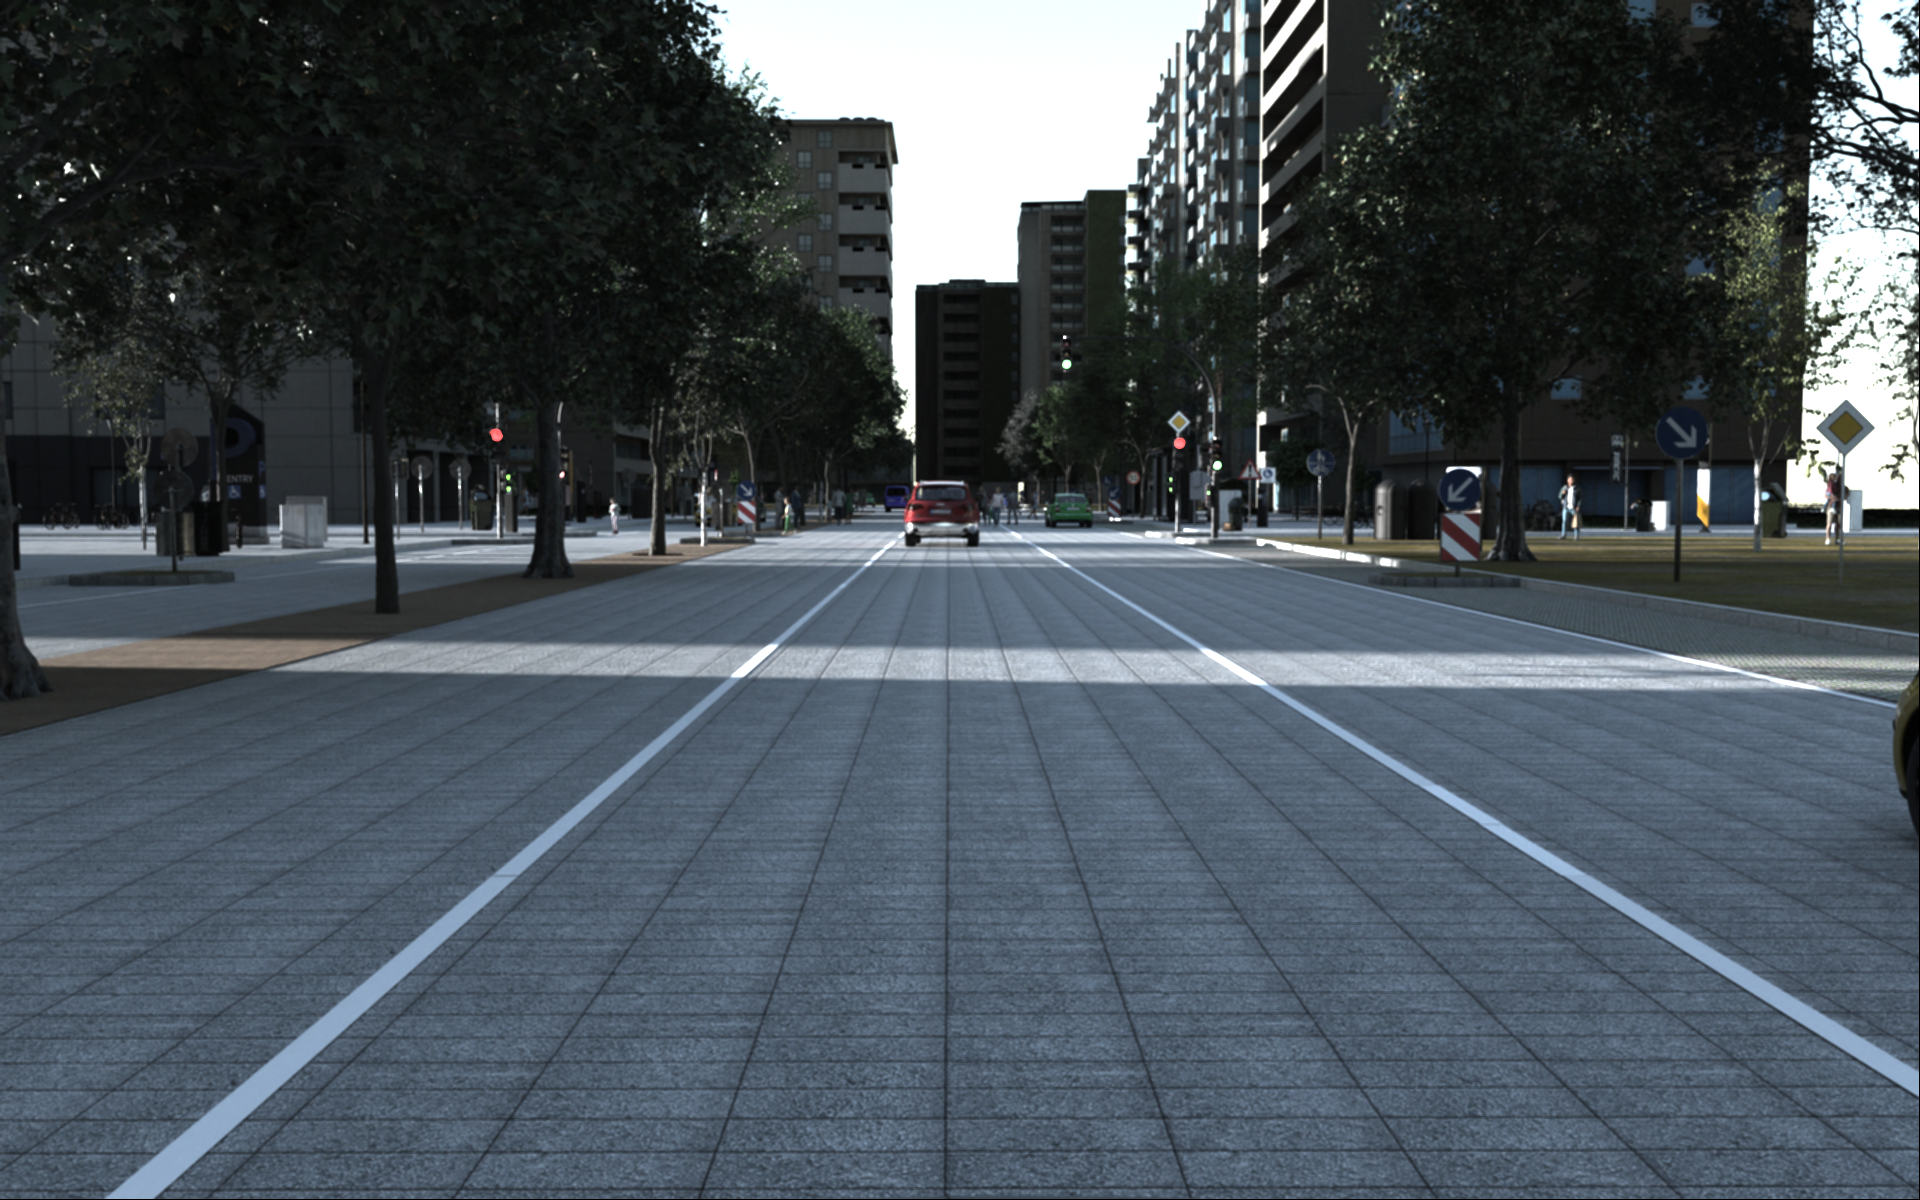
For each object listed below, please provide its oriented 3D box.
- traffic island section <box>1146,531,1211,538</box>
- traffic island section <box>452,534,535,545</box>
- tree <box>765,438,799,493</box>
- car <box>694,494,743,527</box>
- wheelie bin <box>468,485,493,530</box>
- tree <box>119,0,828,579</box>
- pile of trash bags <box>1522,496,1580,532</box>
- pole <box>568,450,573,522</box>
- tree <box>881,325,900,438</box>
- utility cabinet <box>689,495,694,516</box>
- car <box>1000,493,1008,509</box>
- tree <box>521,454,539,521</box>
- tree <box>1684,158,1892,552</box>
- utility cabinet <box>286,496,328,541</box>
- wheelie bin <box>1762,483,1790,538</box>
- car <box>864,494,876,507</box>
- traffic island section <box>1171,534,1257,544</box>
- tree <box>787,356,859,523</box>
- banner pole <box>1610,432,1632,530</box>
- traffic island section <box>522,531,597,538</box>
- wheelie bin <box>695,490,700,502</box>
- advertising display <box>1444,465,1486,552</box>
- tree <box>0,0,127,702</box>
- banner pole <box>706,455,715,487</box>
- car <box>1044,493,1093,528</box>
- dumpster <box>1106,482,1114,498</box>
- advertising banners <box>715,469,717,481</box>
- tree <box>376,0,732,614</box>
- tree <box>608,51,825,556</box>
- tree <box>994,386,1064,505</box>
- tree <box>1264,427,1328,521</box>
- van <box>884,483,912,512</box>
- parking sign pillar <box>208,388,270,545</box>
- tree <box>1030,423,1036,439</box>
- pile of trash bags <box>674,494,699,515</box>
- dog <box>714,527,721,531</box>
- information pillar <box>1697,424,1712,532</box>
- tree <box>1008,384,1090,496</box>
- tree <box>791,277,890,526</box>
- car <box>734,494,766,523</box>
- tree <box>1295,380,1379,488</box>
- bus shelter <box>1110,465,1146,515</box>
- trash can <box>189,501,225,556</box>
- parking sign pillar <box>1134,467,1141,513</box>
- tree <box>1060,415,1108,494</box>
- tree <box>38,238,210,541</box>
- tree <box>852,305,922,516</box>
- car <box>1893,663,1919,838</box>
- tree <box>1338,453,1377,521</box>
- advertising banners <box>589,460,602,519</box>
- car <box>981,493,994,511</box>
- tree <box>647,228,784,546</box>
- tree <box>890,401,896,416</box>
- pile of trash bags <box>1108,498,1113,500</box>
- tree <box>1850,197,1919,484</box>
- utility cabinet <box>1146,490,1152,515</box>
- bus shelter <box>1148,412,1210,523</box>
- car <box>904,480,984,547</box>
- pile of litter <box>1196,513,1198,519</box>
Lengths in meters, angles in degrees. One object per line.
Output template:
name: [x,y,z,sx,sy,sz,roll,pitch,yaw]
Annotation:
traffic island section: [7.359,-2.204,58.310,2.009,0.180,2.903,0,4,0]
traffic island section: [-13.334,-1.708,50.205,2.009,0.180,2.903,0,4,0]
tree: [-16.338,-16.070,180.878,7.486,12.596,7.792,0,3,0]
car: [-10.750,-4.102,77.297,2.015,1.641,3.980,0,4,1]
wheelie bin: [-16.975,-3.267,61.323,0.693,1.594,0.980,-3,5,-44]
tree: [-7.014,-6.722,29.362,9.611,12.733,9.660,0,3,0]
pile of trash bags: [19.381,-3.040,59.451,3.447,1.369,1.912,-1,4,-15]
pole: [-18.115,-5.306,80.601,0.158,3.312,0.155,0,3,0]
tree: [-6.983,-10.061,92.713,9.928,11.665,9.643,0,3,0]
utility cabinet: [-16.126,-5.671,103.883,0.306,1.237,1.020,0,4,-7]
car: [3.986,-9.865,170.885,1.945,1.707,3.694,0,4,1]
tree: [-20.619,-5.485,84.275,1.663,3.219,1.824,0,3,0]
tree: [17.699,-5.358,37.971,4.737,8.622,4.395,0,3,0]
utility cabinet: [-17.704,-2.190,46.968,1.020,1.237,0.306,0,4,6]
wheelie bin: [23.712,-2.605,50.493,0.693,1.594,0.980,3,5,42]
car: [-10.443,-11.353,194.410,1.959,1.807,4.718,0,4,-2]
traffic island section: [7.407,-1.715,50.325,2.009,0.180,2.903,0,4,0]
tree: [-6.887,-8.120,85.575,4.360,8.622,3.978,0,3,0]
banner pole: [23.518,-4.381,61.647,0.863,3.779,0.401,0,4,-1]
traffic island section: [-13.382,-2.196,58.190,2.009,0.180,2.903,0,4,0]
wheelie bin: [-19.074,-7.293,127.147,0.693,1.594,0.980,1,4,12]
advertising display: [11.329,-2.061,38.914,0.123,1.923,0.974,-3,5,-44]
tree: [-6.916,-5.659,11.982,9.611,12.733,9.660,0,3,0]
banner pole: [-16.082,-7.423,111.378,0.863,3.779,0.401,-3,4,-37]
car: [4.677,-4.039,74.836,1.959,1.807,4.718,0,4,-2]
dumpster: [11.924,-7.888,131.459,1.502,2.255,1.985,0,4,0]
advertising banners: [-17.622,-7.791,123.573,0.090,3.025,2.074,-1,4,-23]
tree: [-6.823,-5.130,20.738,8.767,10.594,7.601,0,4,0]
tree: [-6.924,-6.828,39.850,9.928,11.665,9.643,0,3,0]
tree: [8.918,-17.584,197.873,12.009,13.543,11.850,0,3,0]
tree: [16.397,-6.159,84.412,4.285,4.588,4.351,0,3,0]
van: [-4.905,-8.142,137.503,2.240,2.365,5.245,0,4,1]
parking sign pillar: [-18.412,-3.404,44.126,1.447,3.967,1.447,0,4,4]
tree: [9.526,-13.799,151.374,9.928,11.665,9.643,0,3,0]
pile of trash bags: [-16.310,-5.914,106.448,1.912,1.369,3.447,-2,4,-29]
dog: [-9.392,-3.130,68.017,0.513,0.831,0.800,3,5,43]
information pillar: [24.936,-4.076,58.001,0.183,3.616,0.504,-1,4,-21]
tree: [9.906,-16.089,180.070,9.611,12.733,9.660,0,3,0]
tree: [-7.057,-7.556,60.403,8.767,10.594,7.601,0,4,0]
car: [-10.915,-4.667,88.108,2.131,1.459,4.920,0,4,-1]
tree: [17.130,-7.727,76.706,4.360,8.622,3.978,0,3,0]
bus shelter: [10.818,-7.126,110.427,2.014,3.302,5.546,0,4,0]
trash can: [-15.578,-1.477,35.800,0.748,1.137,0.748,0,3,0]
parking sign pillar: [11.589,-7.772,115.549,1.447,3.967,1.447,-3,4,-37]
tree: [10.054,-11.703,141.708,4.360,8.622,3.978,0,3,0]
tree: [-22.627,-5.926,47.245,4.360,8.622,3.978,0,3,0]
tree: [-7.097,-11.197,102.531,9.611,12.733,9.660,0,3,0]
car: [4.667,0.289,5.506,2.015,1.641,3.980,0,4,-1]
tree: [18.813,-5.308,81.379,1.663,3.219,1.824,0,3,0]
advertising banners: [-18.758,-5.682,89.083,0.090,3.025,2.074,-2,4,-28]
car: [2.632,-8.616,149.905,2.155,1.783,4.494,0,4,1]
tree: [-7.021,-5.788,47.453,4.360,8.622,3.978,0,3,0]
tree: [-7.018,-8.128,69.769,8.767,10.594,7.601,0,4,0]
pile of trash bags: [11.508,-7.000,124.198,1.912,1.369,3.447,0,4,4]
tree: [22.890,-5.519,40.605,4.360,8.622,3.978,0,3,0]
utility cabinet: [11.900,-5.899,105.132,1.173,1.500,0.318,1,4,17]
bus shelter: [10.171,-6.394,82.178,2.179,5.291,8.768,0,4,0]
car: [-0.472,-2.456,48.831,2.281,1.827,5.304,0,4,1]
pile of litter: [11.424,-4.560,88.518,1.719,0.858,1.176,0,4,-6]
